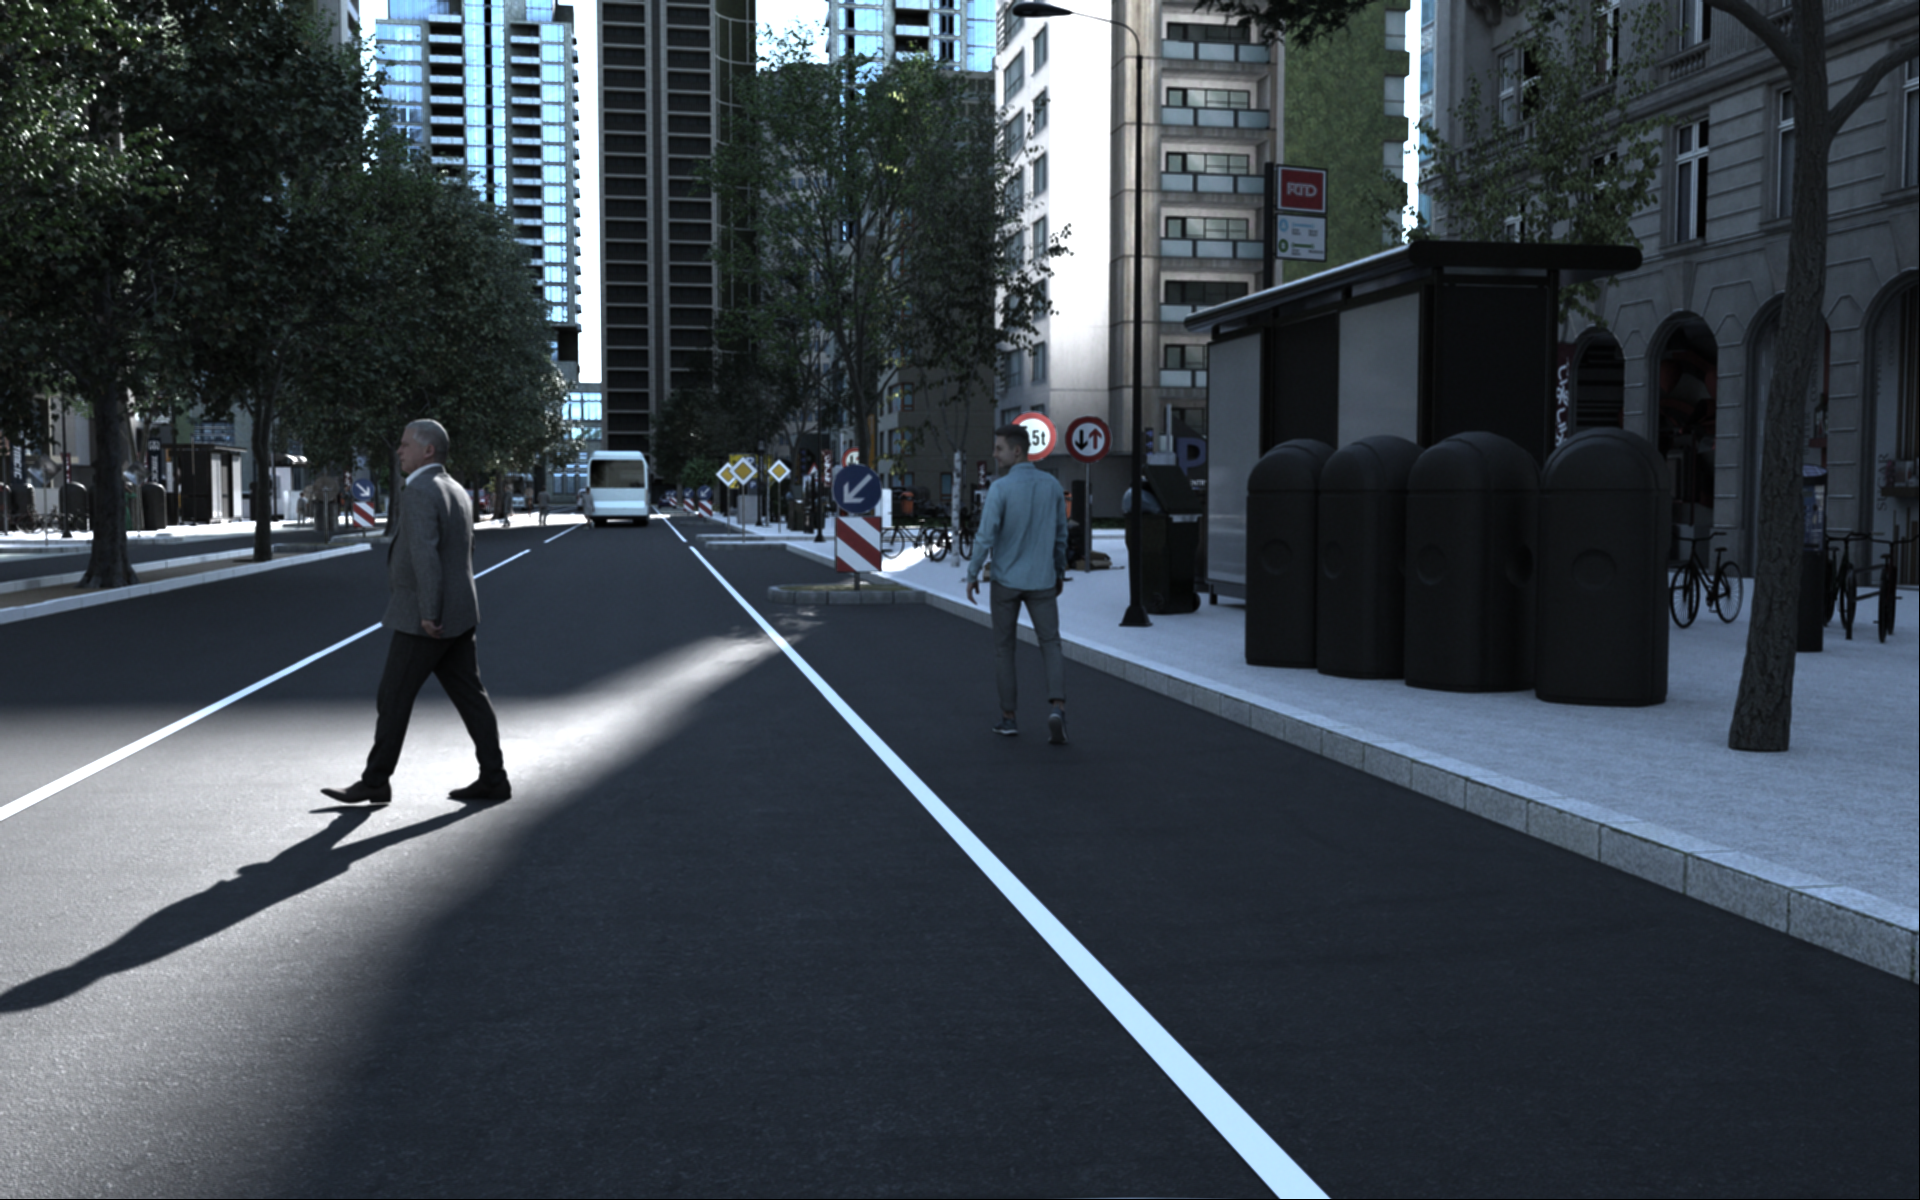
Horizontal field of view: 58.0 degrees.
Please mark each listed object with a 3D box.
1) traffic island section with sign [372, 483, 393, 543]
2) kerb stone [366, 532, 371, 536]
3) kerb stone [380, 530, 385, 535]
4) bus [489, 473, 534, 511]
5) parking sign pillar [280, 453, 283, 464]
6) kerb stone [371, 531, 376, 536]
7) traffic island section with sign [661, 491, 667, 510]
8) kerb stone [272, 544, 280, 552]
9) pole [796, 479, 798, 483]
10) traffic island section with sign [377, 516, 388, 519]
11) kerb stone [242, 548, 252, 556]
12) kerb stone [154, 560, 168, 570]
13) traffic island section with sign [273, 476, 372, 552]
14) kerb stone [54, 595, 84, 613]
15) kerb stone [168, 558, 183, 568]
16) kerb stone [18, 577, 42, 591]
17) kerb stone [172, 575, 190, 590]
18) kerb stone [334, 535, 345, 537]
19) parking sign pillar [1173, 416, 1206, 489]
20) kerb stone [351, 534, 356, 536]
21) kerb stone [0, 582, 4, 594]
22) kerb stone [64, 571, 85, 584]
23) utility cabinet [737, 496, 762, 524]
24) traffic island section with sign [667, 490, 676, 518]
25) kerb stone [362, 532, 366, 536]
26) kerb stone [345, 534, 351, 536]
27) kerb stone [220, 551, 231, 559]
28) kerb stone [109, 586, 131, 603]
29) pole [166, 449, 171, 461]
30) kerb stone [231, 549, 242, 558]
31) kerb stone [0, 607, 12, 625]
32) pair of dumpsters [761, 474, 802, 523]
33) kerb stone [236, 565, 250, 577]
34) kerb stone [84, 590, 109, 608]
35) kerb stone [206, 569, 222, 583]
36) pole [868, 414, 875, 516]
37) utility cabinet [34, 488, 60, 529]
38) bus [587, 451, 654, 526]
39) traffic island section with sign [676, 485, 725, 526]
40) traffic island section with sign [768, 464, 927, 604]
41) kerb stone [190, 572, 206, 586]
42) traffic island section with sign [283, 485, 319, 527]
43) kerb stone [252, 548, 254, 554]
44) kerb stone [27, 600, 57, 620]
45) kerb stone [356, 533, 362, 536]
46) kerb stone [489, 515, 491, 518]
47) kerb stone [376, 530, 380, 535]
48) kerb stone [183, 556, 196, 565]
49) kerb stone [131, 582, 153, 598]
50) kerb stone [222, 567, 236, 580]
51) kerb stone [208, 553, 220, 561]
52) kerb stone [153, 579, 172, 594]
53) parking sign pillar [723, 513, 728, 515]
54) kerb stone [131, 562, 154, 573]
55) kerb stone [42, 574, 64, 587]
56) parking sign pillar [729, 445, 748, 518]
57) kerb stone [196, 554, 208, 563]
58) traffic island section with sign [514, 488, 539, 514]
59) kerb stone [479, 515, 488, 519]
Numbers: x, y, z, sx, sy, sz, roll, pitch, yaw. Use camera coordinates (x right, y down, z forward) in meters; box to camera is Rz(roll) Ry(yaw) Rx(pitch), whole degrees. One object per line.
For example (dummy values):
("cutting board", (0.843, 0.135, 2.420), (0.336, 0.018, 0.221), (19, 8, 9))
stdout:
("traffic island section with sign", (-17.604, -2.648, 51.424), (2.006, 1.907, 1.989), (-1, 4, -10))
("kerb stone", (-19.823, -2.164, 57.634), (0.120, 0.150, 1.000), (-1, 4, -10))
("kerb stone", (-20.370, -2.351, 60.658), (0.120, 0.150, 1.000), (-1, 4, -10))
("bus", (-38.276, -9.391, 148.395), (2.948, 3.499, 13.247), (-1, 4, -10))
("parking sign pillar", (-44.994, -7.657, 113.660), (1.447, 3.967, 1.447), (1, 4, 8))
("kerb stone", (-20.006, -2.229, 58.639), (0.120, 0.150, 1.000), (-1, 4, -10))
("traffic island section with sign", (-25.692, -8.914, 154.375), (1.989, 1.847, 2.006), (-1, 4, -10))
("kerb stone", (-17.299, -1.332, 43.975), (0.120, 0.150, 1.000), (-1, 4, -10))
("pole", (-8.217, -5.750, 87.859), (0.158, 3.312, 0.155), (0, 3, 0))
("traffic island section with sign", (-33.123, -5.702, 101.861), (1.989, 1.847, 2.006), (-1, 4, -10))
("kerb stone", (-16.559, -1.085, 39.928), (0.120, 0.150, 1.000), (-1, 4, -10))
("kerb stone", (-15.266, -0.648, 32.859), (0.120, 0.150, 1.000), (-1, 4, -10))
("traffic island section with sign", (-16.271, -2.202, 44.138), (2.006, 1.907, 1.989), (-1, 4, -10))
("kerb stone", (-10.978, 0.061, 21.194), (0.120, 0.150, 1.000), (-1, 4, -10))
("kerb stone", (-15.437, -0.714, 33.867), (0.120, 0.150, 1.000), (-1, 4, -10))
("kerb stone", (-13.961, -0.221, 25.812), (0.120, 0.150, 1.000), (-1, 4, -10))
("kerb stone", (-11.902, -0.248, 26.243), (0.120, 0.150, 1.000), (-1, 4, -10))
("kerb stone", (-18.891, -1.859, 52.593), (0.120, 0.150, 1.000), (-1, 4, -10))
("parking sign pillar", (8.017, -4.361, 59.775), (1.447, 3.967, 1.447), (-1, 4, -11))
("kerb stone", (-19.261, -1.974, 54.605), (0.120, 0.150, 1.000), (-1, 4, -10))
("kerb stone", (-13.775, -0.157, 24.807), (0.120, 0.150, 1.000), (-1, 4, -10))
("kerb stone", (-14.330, -0.340, 27.824), (0.120, 0.150, 1.000), (-1, 4, -10))
("utility cabinet", (-8.999, -3.842, 73.981), (1.020, 1.237, 0.306), (-2, 4, -25))
("traffic island section with sign", (-16.490, -5.857, 104.391), (1.989, 1.847, 2.006), (-1, 4, -10))
("kerb stone", (-19.637, -2.105, 56.620), (0.120, 0.150, 1.000), (-1, 4, -10))
("kerb stone", (-19.074, -1.921, 53.599), (0.120, 0.150, 1.000), (-1, 4, -10))
("kerb stone", (-16.188, -0.956, 37.903), (0.120, 0.150, 1.000), (-1, 4, -10))
("kerb stone", (-11.348, -0.059, 23.209), (0.120, 0.150, 1.000), (-1, 4, -10))
("pole", (-34.657, -5.019, 75.901), (0.158, 3.312, 0.155), (0, 3, 0))
("kerb stone", (-16.375, -1.023, 38.921), (0.120, 0.150, 1.000), (-1, 4, -10))
("kerb stone", (-10.602, 0.184, 19.185), (0.120, 0.150, 1.000), (-1, 4, -10))
("pair of dumpsters", (-8.092, -4.664, 78.751), (1.574, 2.255, 4.437), (-1, 4, -10))
("kerb stone", (-12.645, -0.495, 30.285), (0.120, 0.150, 1.000), (-1, 4, -10))
("kerb stone", (-11.158, 0.002, 22.200), (0.120, 0.150, 1.000), (-1, 4, -10))
("kerb stone", (-12.273, -0.371, 28.255), (0.120, 0.150, 1.000), (-1, 4, -10))
("pole", (-2.266, -3.084, 44.266), (0.158, 3.312, 0.155), (0, 3, 0))
("utility cabinet", (-33.184, -3.316, 62.896), (1.173, 1.500, 0.318), (-1, 4, -21))
("bus", (-15.770, -5.247, 80.644), (2.948, 3.499, 13.247), (-1, 4, -10))
("traffic island section with sign", (-11.601, -4.236, 77.882), (1.989, 1.847, 2.006), (-1, 4, -10))
("traffic island section with sign", (-1.589, -0.911, 23.517), (1.989, 1.847, 2.006), (-1, 4, -10))
("kerb stone", (-12.093, -0.305, 27.247), (0.120, 0.150, 1.000), (-1, 4, -10))
("traffic island section with sign", (-28.256, -4.081, 75.348), (1.989, 1.847, 2.006), (-1, 4, -10))
("kerb stone", (-16.752, -1.142, 40.940), (0.120, 0.150, 1.000), (-1, 4, -10))
("kerb stone", (-10.787, 0.134, 20.191), (0.120, 0.150, 1.000), (-1, 4, -10))
("kerb stone", (-19.442, -2.044, 55.616), (0.120, 0.150, 1.000), (-1, 4, -10))
("kerb stone", (-28.169, -4.940, 102.988), (0.120, 0.150, 1.000), (-1, 4, -10))
("kerb stone", (-20.192, -2.290, 59.645), (0.120, 0.150, 1.000), (-1, 4, -10))
("kerb stone", (-15.629, -0.776, 34.878), (0.120, 0.150, 1.000), (-1, 4, -10))
("kerb stone", (-11.533, -0.124, 24.225), (0.120, 0.150, 1.000), (-1, 4, -10))
("kerb stone", (-12.464, -0.433, 29.279), (0.120, 0.150, 1.000), (-1, 4, -10))
("kerb stone", (-16.004, -0.899, 36.894), (0.120, 0.150, 1.000), (-1, 4, -10))
("kerb stone", (-11.710, -0.181, 25.233), (0.120, 0.150, 1.000), (-1, 4, -10))
("parking sign pillar", (-13.342, -6.976, 102.524), (1.447, 3.967, 1.447), (-1, 4, -16))
("kerb stone", (-15.073, -0.586, 31.846), (0.120, 0.150, 1.000), (-1, 4, -10))
("kerb stone", (-14.146, -0.283, 26.819), (0.120, 0.150, 1.000), (-1, 4, -10))
("parking sign pillar", (-11.562, -6.503, 94.794), (1.447, 3.967, 1.447), (1, 4, 19))
("kerb stone", (-15.816, -0.837, 35.889), (0.120, 0.150, 1.000), (-1, 4, -10))
("traffic island section with sign", (-31.224, -7.167, 125.323), (2.006, 1.907, 1.989), (-1, 4, -10))
("kerb stone", (-27.797, -4.815, 100.978), (0.120, 0.150, 1.000), (-1, 4, -10))
